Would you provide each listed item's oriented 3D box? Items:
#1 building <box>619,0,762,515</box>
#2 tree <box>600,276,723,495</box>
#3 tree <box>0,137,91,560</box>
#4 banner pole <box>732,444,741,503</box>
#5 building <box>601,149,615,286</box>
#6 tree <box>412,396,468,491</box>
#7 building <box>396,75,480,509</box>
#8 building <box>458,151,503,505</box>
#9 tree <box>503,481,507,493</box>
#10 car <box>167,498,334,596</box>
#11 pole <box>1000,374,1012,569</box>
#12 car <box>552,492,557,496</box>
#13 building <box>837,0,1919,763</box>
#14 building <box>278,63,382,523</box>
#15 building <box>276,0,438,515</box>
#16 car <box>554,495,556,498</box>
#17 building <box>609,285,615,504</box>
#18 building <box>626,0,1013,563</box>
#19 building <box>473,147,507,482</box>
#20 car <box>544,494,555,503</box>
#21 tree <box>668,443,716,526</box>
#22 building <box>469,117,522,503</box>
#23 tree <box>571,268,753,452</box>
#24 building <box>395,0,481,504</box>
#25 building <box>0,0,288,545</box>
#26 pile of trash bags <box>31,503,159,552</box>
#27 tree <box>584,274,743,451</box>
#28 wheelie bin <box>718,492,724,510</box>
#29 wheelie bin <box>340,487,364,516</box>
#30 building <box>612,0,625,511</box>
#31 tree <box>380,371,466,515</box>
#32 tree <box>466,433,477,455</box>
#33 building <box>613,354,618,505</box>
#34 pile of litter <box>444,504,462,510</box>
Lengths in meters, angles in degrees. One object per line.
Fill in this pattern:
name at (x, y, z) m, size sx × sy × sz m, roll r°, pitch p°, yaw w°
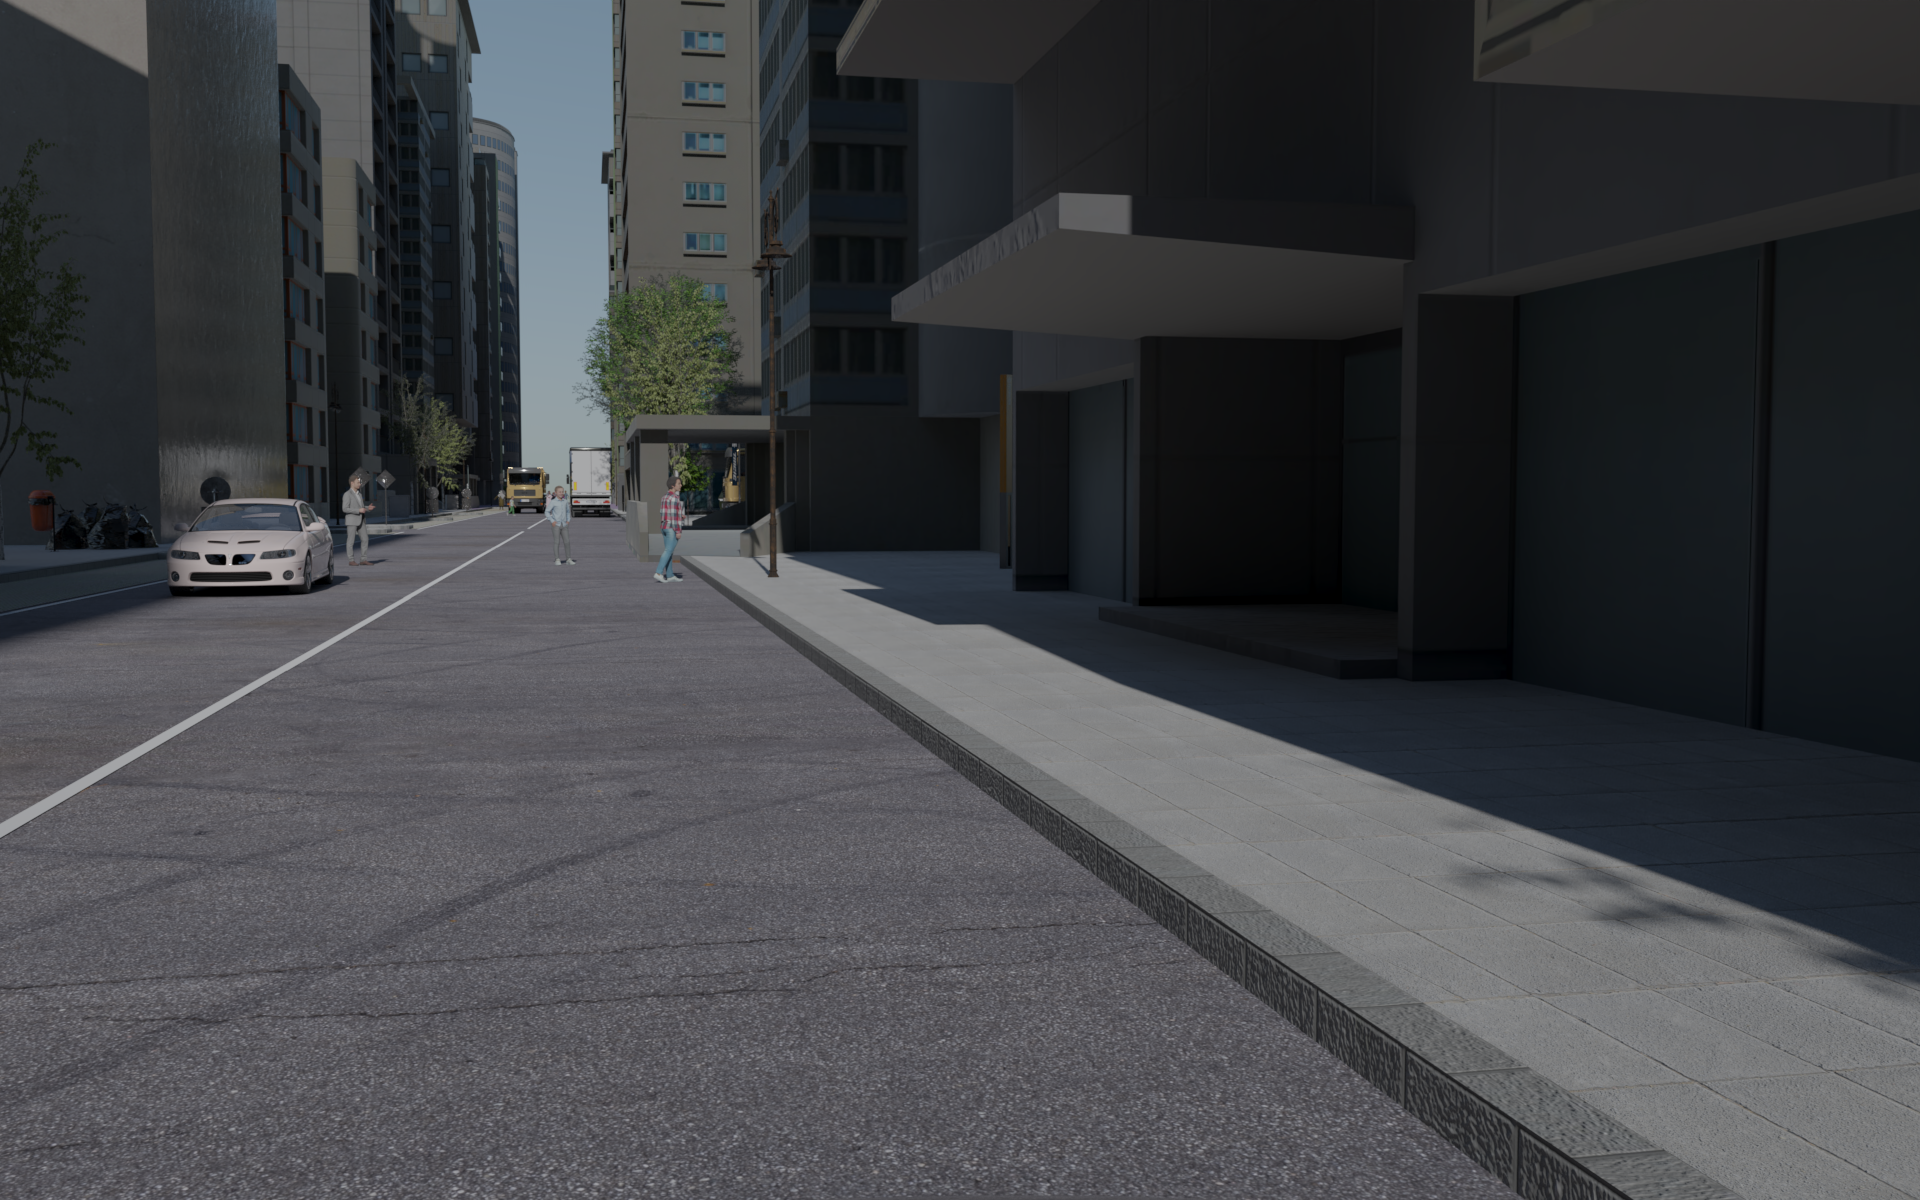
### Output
building at (-11.736, -30.128, 116.292) m, size 21.300 × 48.544 × 21.600 m, roll -1°, pitch 4°, yaw -12°
tree at (-9.657, -6.564, 57.689) m, size 4.737 × 8.622 × 4.395 m, roll 0°, pitch 3°, yaw 0°
tree at (-18.618, -5.068, 33.223) m, size 4.737 × 8.622 × 4.395 m, roll 0°, pitch 3°, yaw 0°
banner pole at (-8.197, -4.498, 63.557) m, size 0.401 × 3.779 × 0.863 m, roll 1°, pitch 4°, yaw 18°
building at (-39.163, -41.121, 261.568) m, size 28.713 × 52.752 × 27.495 m, roll -1°, pitch 4°, yaw -12°
tree at (-39.139, -10.948, 129.366) m, size 4.737 × 8.622 × 4.395 m, roll 0°, pitch 3°, yaw 0°
building at (-59.658, -28.149, 152.124) m, size 32.217 × 40.220 × 23.993 m, roll -1°, pitch 4°, yaw -12°
building at (-60.804, -31.620, 200.584) m, size 14.154 × 41.232 × 14.086 m, roll -1°, pitch 4°, yaw -12°
tree at (-58.043, -13.741, 219.269) m, size 1.663 × 3.219 × 1.824 m, roll 0°, pitch 3°, yaw 0°
car at (-10.579, -0.837, 26.049) m, size 2.083 × 1.381 × 4.827 m, roll -1°, pitch 4°, yaw -14°
pole at (0.789, -2.189, 29.642) m, size 0.158 × 3.312 × 0.155 m, roll 0°, pitch 3°, yaw 0°
car at (-69.031, -17.612, 296.622) m, size 2.281 × 1.827 × 5.304 m, roll -1°, pitch 4°, yaw -13°
building at (14.086, -25.842, 11.763) m, size 28.713 × 52.752 × 27.495 m, roll -1°, pitch 4°, yaw -12°
building at (-43.459, -14.442, 81.166) m, size 27.650 × 21.520 × 28.899 m, roll -1°, pitch 4°, yaw -12°
building at (-45.611, -41.246, 112.624) m, size 20.563 × 71.187 × 20.611 m, roll -1°, pitch 4°, yaw -12°
car at (-44.752, -10.781, 188.844) m, size 1.945 × 1.354 × 3.894 m, roll -1°, pitch 4°, yaw -11°
building at (-41.450, -28.663, 240.336) m, size 14.160 × 30.474 × 14.107 m, roll -1°, pitch 4°, yaw -12°
building at (7.593, -21.610, 45.202) m, size 32.217 × 40.220 × 23.993 m, roll -1°, pitch 4°, yaw -12°
building at (-74.705, -37.796, 237.570) m, size 23.786 × 49.044 × 30.456 m, roll -1°, pitch 4°, yaw -12°
car at (-39.056, -9.422, 163.829) m, size 2.009 × 1.686 × 4.222 m, roll -1°, pitch 4°, yaw -12°
tree at (-9.894, -4.175, 62.861) m, size 1.663 × 3.219 × 1.824 m, roll 0°, pitch 3°, yaw 0°
building at (-79.171, -44.333, 266.839) m, size 21.231 × 58.520 × 28.212 m, roll -1°, pitch 4°, yaw -12°
tree at (-16.182, -11.254, 94.374) m, size 12.009 × 13.543 × 11.850 m, roll 0°, pitch 3°, yaw 0°
building at (-64.364, -36.004, 177.901) m, size 28.713 × 52.752 × 27.495 m, roll -1°, pitch 4°, yaw -12°
building at (-38.968, -14.960, 49.105) m, size 34.151 × 26.468 × 19.350 m, roll -1°, pitch 4°, yaw -12°
pile of trash bags at (-20.267, -1.853, 40.054) m, size 1.912 × 1.369 × 3.447 m, roll 0°, pitch 4°, yaw 7°
tree at (-13.814, -9.485, 80.843) m, size 9.928 × 11.665 × 9.643 m, roll 0°, pitch 3°, yaw 0°
wheelie bin at (-10.218, -4.189, 76.392) m, size 0.693 × 1.594 × 0.980 m, roll -3°, pitch 5°, yaw -44°
wheelie bin at (-26.954, -4.212, 76.782) m, size 0.980 × 1.594 × 0.693 m, roll -2°, pitch 4°, yaw -28°
building at (-20.957, -27.971, 140.925) m, size 14.154 × 41.232 × 14.086 m, roll -1°, pitch 4°, yaw -12°
tree at (-32.628, -9.379, 103.711) m, size 4.360 × 8.622 × 3.978 m, roll 0°, pitch 3°, yaw 0°
tree at (-40.183, -11.297, 135.061) m, size 4.360 × 8.622 × 3.978 m, roll 0°, pitch 3°, yaw 0°
building at (-25.007, -21.503, 196.605) m, size 27.650 × 21.520 × 28.899 m, roll -1°, pitch 4°, yaw -12°
pile of litter at (-42.065, -7.957, 144.055) m, size 1.719 × 0.858 × 1.176 m, roll -1°, pitch 4°, yaw -19°
